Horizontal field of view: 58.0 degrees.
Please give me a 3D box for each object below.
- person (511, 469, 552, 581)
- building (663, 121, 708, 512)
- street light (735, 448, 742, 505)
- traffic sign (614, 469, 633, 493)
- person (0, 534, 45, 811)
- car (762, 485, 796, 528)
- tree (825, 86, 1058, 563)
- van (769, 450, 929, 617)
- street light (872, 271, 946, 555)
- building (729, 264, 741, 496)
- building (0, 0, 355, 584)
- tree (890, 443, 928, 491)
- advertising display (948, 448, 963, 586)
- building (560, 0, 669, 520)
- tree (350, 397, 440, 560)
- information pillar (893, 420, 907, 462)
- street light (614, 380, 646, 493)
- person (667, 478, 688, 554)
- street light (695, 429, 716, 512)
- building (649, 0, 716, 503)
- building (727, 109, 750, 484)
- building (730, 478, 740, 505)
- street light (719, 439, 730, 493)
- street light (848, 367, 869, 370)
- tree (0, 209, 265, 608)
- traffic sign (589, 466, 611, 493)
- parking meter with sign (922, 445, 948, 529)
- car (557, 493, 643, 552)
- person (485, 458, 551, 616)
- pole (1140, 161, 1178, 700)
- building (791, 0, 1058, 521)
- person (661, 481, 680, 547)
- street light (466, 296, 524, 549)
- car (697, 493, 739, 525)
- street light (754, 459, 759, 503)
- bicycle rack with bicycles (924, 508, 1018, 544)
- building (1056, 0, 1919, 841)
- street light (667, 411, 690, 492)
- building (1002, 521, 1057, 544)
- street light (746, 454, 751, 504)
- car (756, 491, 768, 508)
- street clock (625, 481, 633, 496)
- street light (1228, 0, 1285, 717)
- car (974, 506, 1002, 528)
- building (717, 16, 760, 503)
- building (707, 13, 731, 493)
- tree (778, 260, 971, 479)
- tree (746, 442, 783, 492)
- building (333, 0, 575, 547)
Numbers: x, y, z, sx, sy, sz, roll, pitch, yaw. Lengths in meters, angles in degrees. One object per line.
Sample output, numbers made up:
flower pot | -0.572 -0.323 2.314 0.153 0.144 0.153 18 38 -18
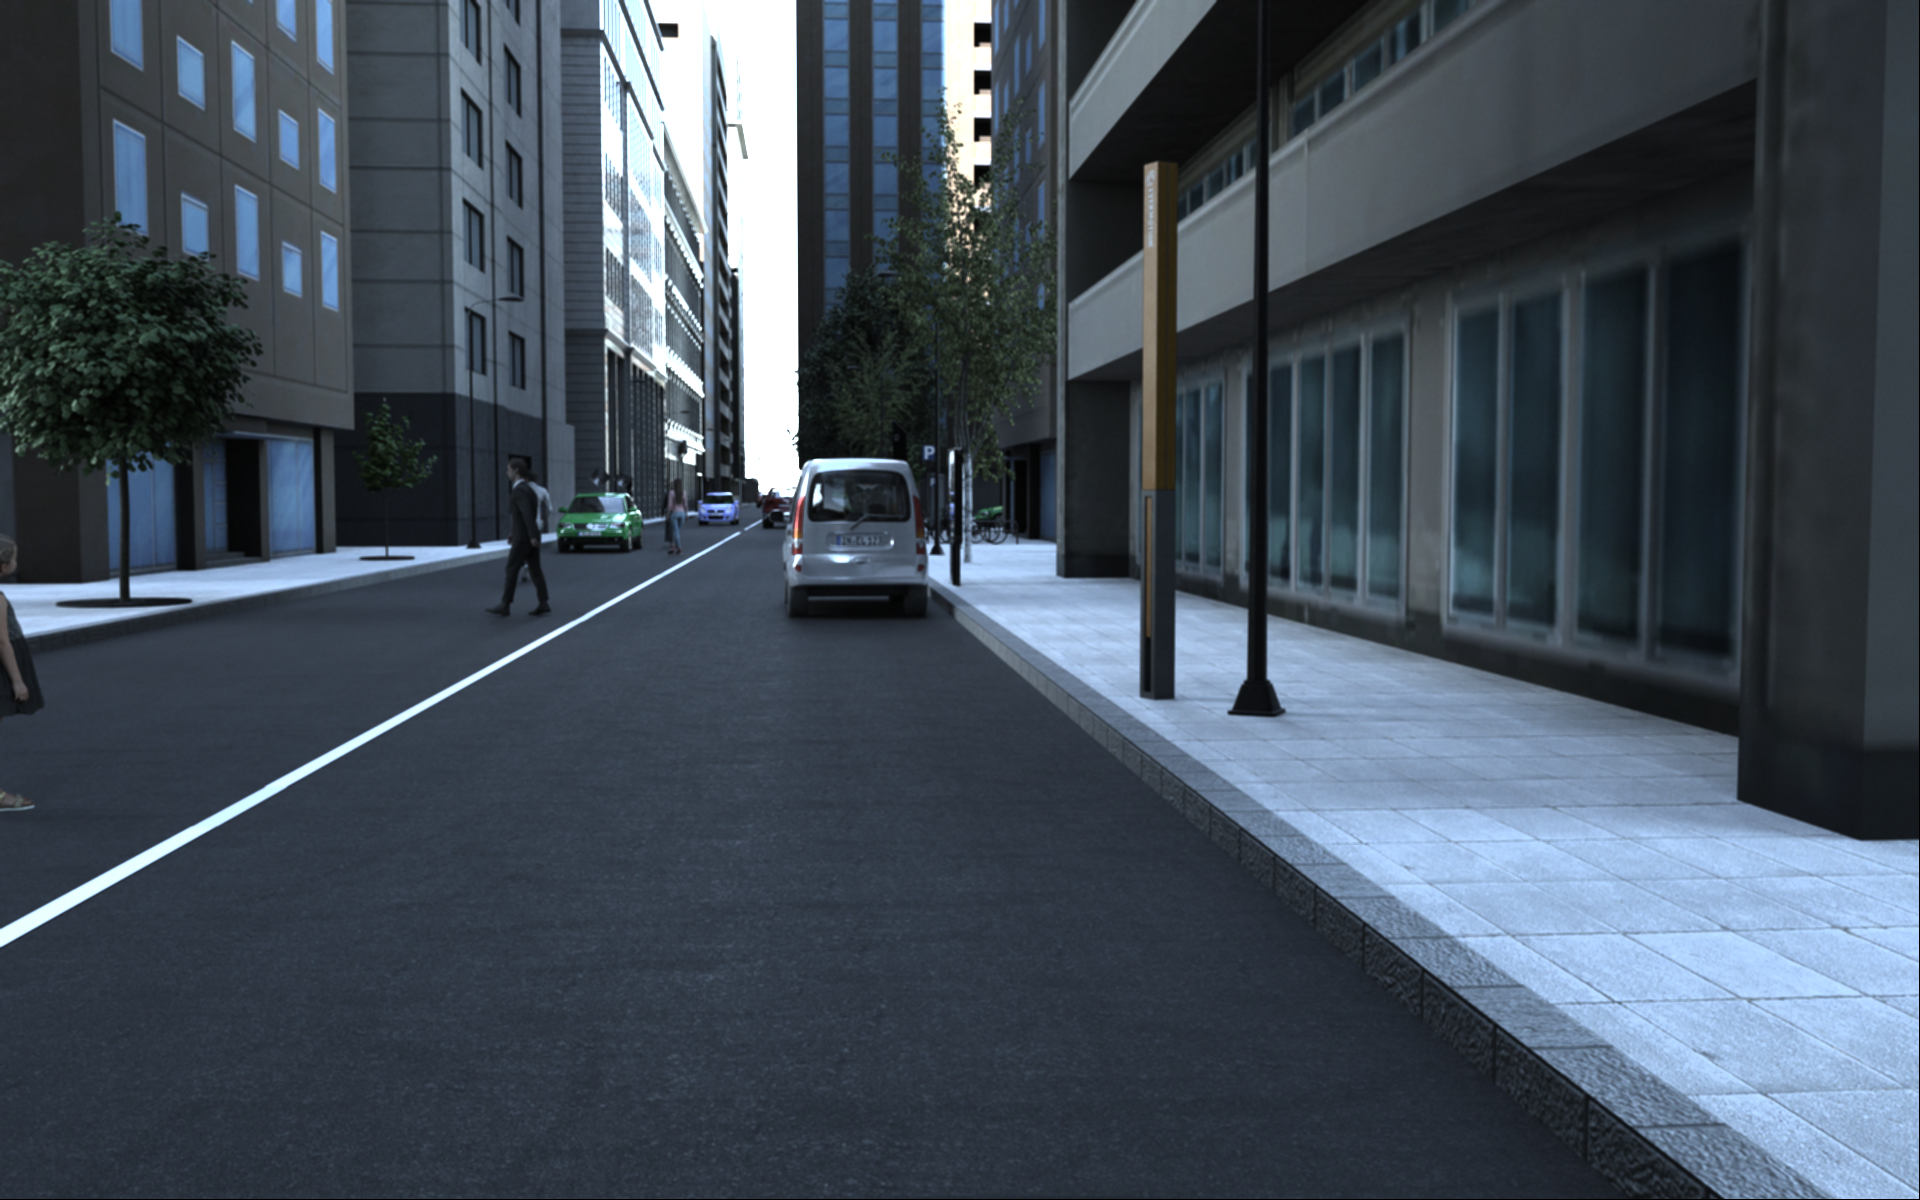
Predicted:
person | -7.080 -1.241 28.637 0.661 1.843 0.795 -1 4 -17
building | -27.172 -21.021 120.116 17.030 29.872 44.131 0 4 -5
street light | -22.449 -12.259 172.979 1.470 5.913 1.316 0 4 -5
traffic sign | -13.687 -4.087 70.472 0.795 2.450 0.064 0 4 -5
person | -4.386 0.321 7.915 0.373 1.253 0.362 -3 4 -37
car | -7.382 -4.022 74.435 2.281 1.827 5.304 0 4 -3
tree | 0.394 -5.002 32.152 4.737 8.622 4.395 0 3 0
van | -1.370 -0.898 21.687 2.013 2.044 4.112 0 4 -7
street light | -1.022 -3.903 36.351 1.470 5.913 1.316 0 4 -5
building | -34.171 -26.897 211.469 14.160 30.474 14.107 0 4 -5
building | -19.687 -23.206 29.533 14.600 45.320 14.200 0 4 -5
tree | -1.842 -3.936 58.955 1.663 3.219 1.824 0 3 0
advertising display | -0.070 -1.181 24.516 0.123 1.923 0.974 0 4 -6
building | -20.970 -18.723 83.619 11.434 29.767 29.804 0 4 -5
tree | -11.275 -2.394 33.742 1.663 3.219 1.824 0 3 0
information pillar | -1.909 -3.868 54.590 0.504 3.616 0.183 2 4 34
street light | -13.437 -5.980 70.312 1.470 5.913 1.316 0 4 -5
person | -6.742 -2.013 41.415 0.555 1.821 0.388 -3 5 -43
street light | -18.226 -9.221 123.297 1.470 5.913 1.316 0 4 -5
building | -28.909 -30.641 151.084 14.600 45.320 14.200 0 4 -5
building | -43.835 -39.807 240.084 28.713 52.752 27.495 0 4 -5
building | -40.964 -30.558 191.498 32.217 40.220 23.993 0 4 -5
street light | -20.217 -10.644 146.569 1.470 5.913 1.316 0 4 -5
street light | -3.396 -5.550 63.277 1.470 5.913 1.316 0 4 -5
tree | -9.801 -2.221 20.033 4.285 4.588 4.351 0 3 0
traffic sign | -12.996 -3.601 62.517 0.795 2.450 0.064 0 4 -5
parking meter with sign | -0.840 -4.046 62.407 0.543 3.016 1.738 1 4 16
car | -9.106 -2.152 43.986 1.959 1.807 4.718 0 4 -5
person | -5.218 -0.744 20.443 0.755 1.850 0.659 0 4 5
pole | 1.240 -1.036 10.788 0.158 3.312 0.155 0 3 0
building | -2.464 -27.488 99.537 14.600 45.320 14.200 0 4 -5
person | -7.792 -2.324 46.912 0.576 1.772 0.534 -1 4 -19
street light | -10.939 -4.172 40.748 1.470 5.913 1.316 0 4 -5
car | -11.274 -4.368 81.013 1.945 1.707 3.694 0 4 -3
street light | -27.370 -15.725 229.642 1.470 5.913 1.316 0 4 -5
bicycle rack with bicycles | 0.112 -1.914 44.670 2.925 0.926 2.852 -1 4 -21
building | 13.035 -24.011 16.284 21.300 48.544 21.600 0 4 -5
street light | -15.784 -7.606 96.906 1.470 5.913 1.316 0 4 -5
building | 8.499 -24.436 49.636 14.600 45.320 14.200 0 4 -5
street light | -24.788 -13.876 199.406 1.470 5.913 1.316 0 4 -5
car | -20.690 -10.809 185.394 2.281 1.827 5.304 0 4 -4
street clock | -13.680 -4.099 71.582 0.358 2.002 0.471 0 4 -1
street light | 1.196 -2.286 9.917 1.470 5.913 1.316 0 4 -5
car | 2.902 -3.703 69.334 4.718 1.807 1.959 0 4 -6
building | -41.656 -50.530 264.410 20.563 71.187 20.611 0 4 -5
building | -33.724 -33.326 168.579 21.300 48.544 21.600 0 4 -5
tree | -4.112 -10.262 84.795 9.611 12.733 9.660 0 3 0
tree | -34.915 -22.484 302.017 8.767 10.594 7.601 0 4 -4
building | -23.301 -37.385 49.504 20.611 71.187 20.563 0 4 -5
